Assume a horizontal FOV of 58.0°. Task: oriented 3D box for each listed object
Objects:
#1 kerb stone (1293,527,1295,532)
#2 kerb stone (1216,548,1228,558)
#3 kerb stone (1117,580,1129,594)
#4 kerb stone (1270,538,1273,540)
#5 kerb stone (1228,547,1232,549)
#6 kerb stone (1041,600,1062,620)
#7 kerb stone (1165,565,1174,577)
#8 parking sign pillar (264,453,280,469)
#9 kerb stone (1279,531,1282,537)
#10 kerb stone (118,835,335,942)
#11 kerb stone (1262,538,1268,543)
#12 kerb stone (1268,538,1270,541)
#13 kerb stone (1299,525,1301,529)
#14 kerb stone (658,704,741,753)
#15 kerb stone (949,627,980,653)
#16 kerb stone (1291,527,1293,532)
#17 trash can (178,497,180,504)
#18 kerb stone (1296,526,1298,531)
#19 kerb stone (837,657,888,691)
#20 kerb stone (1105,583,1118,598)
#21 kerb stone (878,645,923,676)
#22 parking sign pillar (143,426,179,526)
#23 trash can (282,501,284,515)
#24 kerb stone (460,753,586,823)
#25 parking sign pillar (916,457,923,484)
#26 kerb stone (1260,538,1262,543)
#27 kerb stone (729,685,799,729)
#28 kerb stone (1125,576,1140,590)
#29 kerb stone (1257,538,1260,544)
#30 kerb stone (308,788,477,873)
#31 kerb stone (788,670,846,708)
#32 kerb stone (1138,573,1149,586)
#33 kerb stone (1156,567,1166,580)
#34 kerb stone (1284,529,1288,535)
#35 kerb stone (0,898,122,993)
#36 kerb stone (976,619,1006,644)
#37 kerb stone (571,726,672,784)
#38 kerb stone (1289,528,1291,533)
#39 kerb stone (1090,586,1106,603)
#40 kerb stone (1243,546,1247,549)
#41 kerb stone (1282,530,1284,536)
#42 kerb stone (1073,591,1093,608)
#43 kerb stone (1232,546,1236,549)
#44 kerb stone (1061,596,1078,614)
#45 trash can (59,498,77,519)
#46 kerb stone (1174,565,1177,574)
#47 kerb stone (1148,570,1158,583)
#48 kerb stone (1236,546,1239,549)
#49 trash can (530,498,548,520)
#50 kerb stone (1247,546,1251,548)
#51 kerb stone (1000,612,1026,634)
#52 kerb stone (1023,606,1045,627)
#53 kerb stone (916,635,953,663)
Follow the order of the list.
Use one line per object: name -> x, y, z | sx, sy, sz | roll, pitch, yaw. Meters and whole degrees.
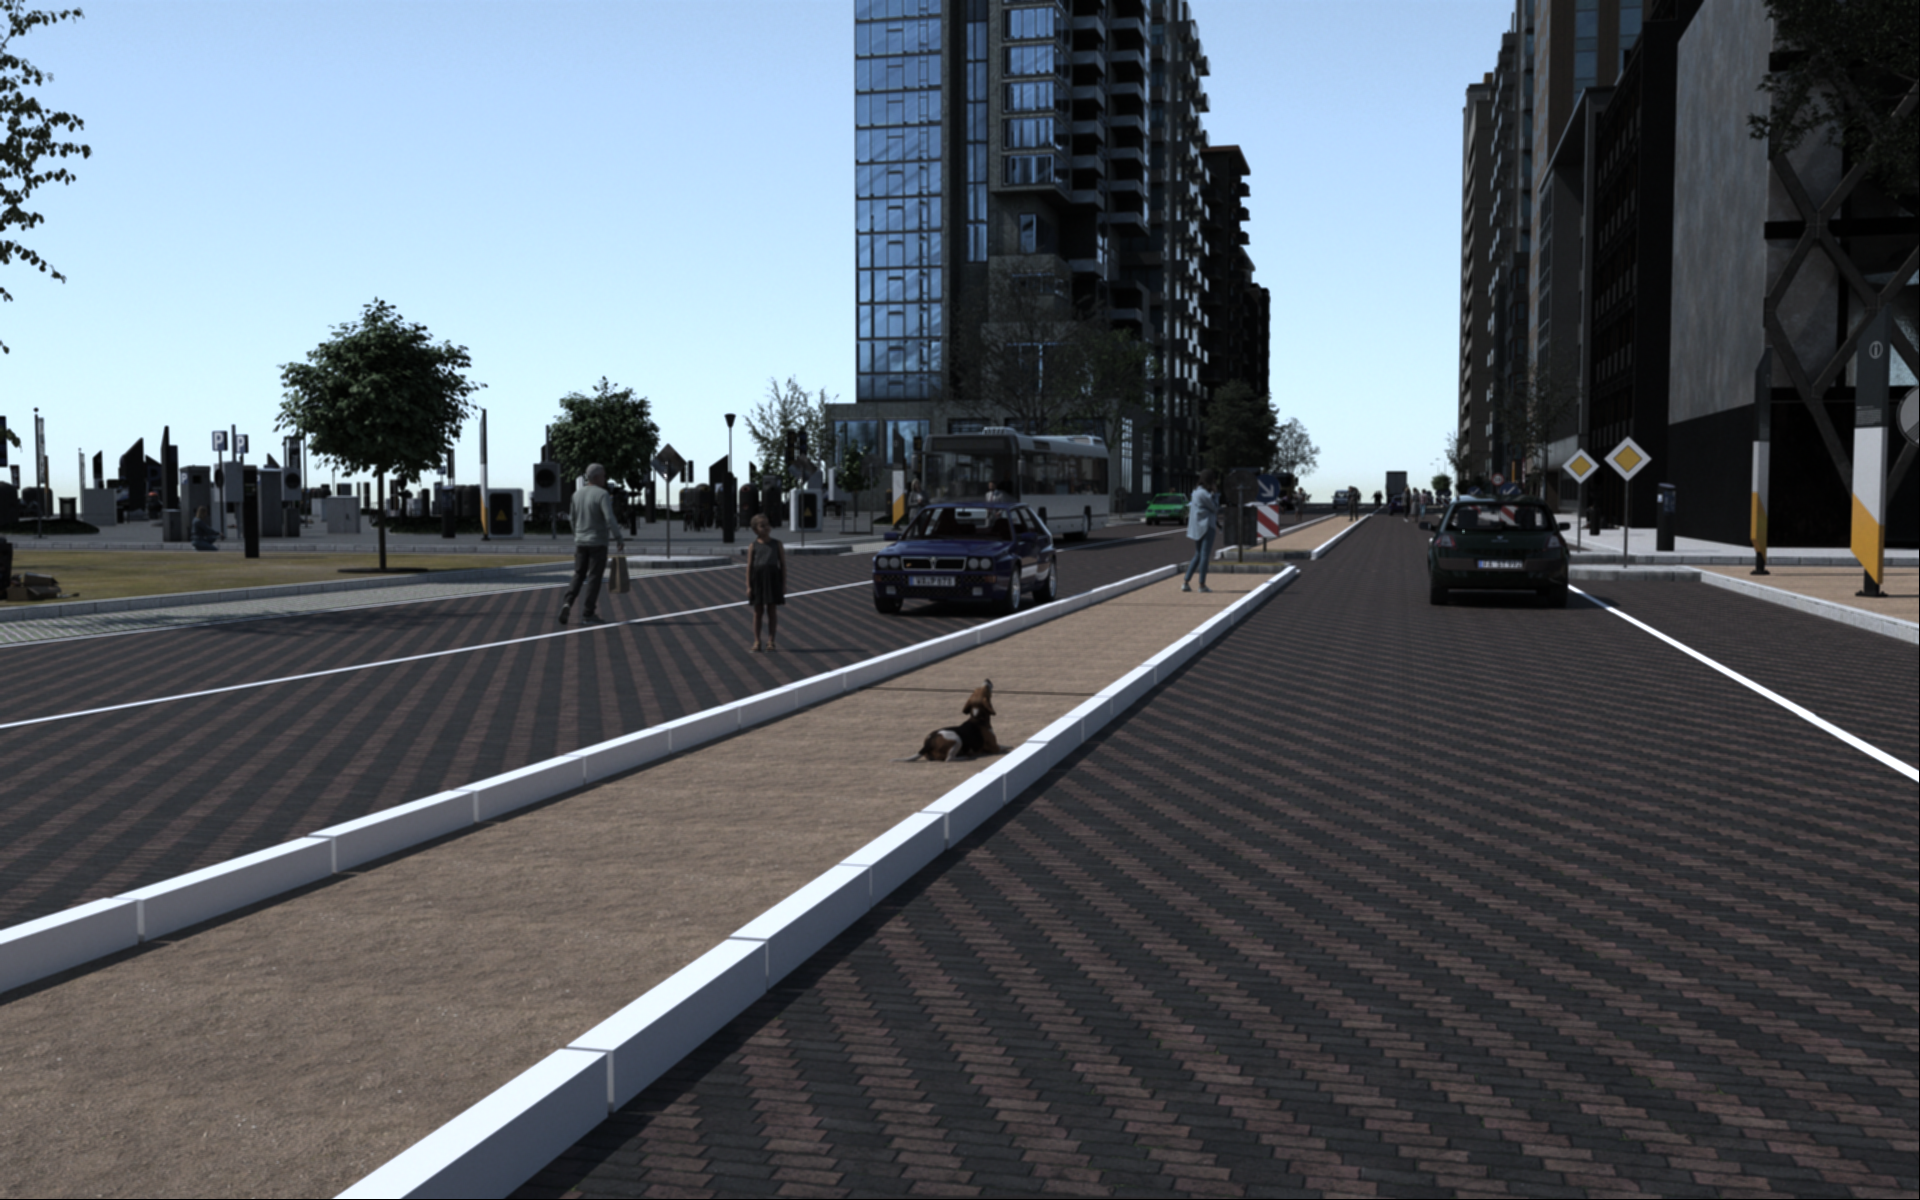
kerb stone -> 12.217, -2.569, 64.192 | 0.120, 0.150, 1.000 | 1, 4, 14
kerb stone -> 5.917, -1.048, 39.334 | 0.120, 0.150, 1.000 | 1, 4, 14
kerb stone -> 2.261, -0.158, 24.898 | 0.120, 0.150, 1.000 | 1, 4, 14
kerb stone -> 9.438, -1.899, 53.249 | 0.120, 0.150, 1.000 | 1, 4, 14
kerb stone -> 6.176, -1.105, 40.323 | 0.120, 0.150, 1.000 | 1, 4, 14
kerb stone -> 0.993, 0.139, 19.919 | 0.120, 0.150, 1.000 | 1, 4, 14
kerb stone -> 3.519, -0.470, 29.875 | 0.120, 0.150, 1.000 | 1, 4, 14
parking sign pillar -> -45.352, -7.691, 114.216 | 1.447, 3.967, 1.447 | 3, 4, 38
kerb stone -> 10.453, -2.142, 57.225 | 0.120, 0.150, 1.000 | 1, 4, 14
kerb stone -> -2.526, 0.995, 5.998 | 0.120, 0.150, 1.000 | 1, 4, 14
kerb stone -> 8.935, -1.772, 51.258 | 0.120, 0.150, 1.000 | 1, 4, 14
kerb stone -> 9.186, -1.837, 52.250 | 0.120, 0.150, 1.000 | 1, 4, 14
kerb stone -> 13.218, -2.811, 68.165 | 0.120, 0.150, 1.000 | 1, 4, 14
kerb stone -> -1.518, 0.747, 9.981 | 0.120, 0.150, 1.000 | 1, 4, 14
kerb stone -> -0.015, 0.386, 15.946 | 0.120, 0.150, 1.000 | 1, 4, 14
kerb stone -> 11.962, -2.508, 63.194 | 0.120, 0.150, 1.000 | 1, 4, 14
trash can -> -45.085, -5.361, 99.309 | 0.748, 1.137, 0.748 | 0, 3, 0
kerb stone -> 12.715, -2.690, 66.176 | 0.120, 0.150, 1.000 | 1, 4, 14
kerb stone -> -0.758, 0.564, 12.968 | 0.120, 0.150, 1.000 | 1, 4, 14
kerb stone -> 2.010, -0.105, 23.907 | 0.120, 0.150, 1.000 | 1, 4, 14
kerb stone -> -0.512, 0.504, 13.960 | 0.120, 0.150, 1.000 | 1, 4, 14
parking sign pillar -> -31.544, -4.932, 69.103 | 1.447, 3.967, 1.447 | -2, 4, -32
trash can -> -27.762, -3.590, 70.352 | 0.748, 1.137, 0.748 | 0, 3, 0
kerb stone -> -2.020, 0.869, 7.996 | 0.120, 0.150, 1.000 | 1, 4, 14
parking sign pillar -> -1.762, -6.548, 95.532 | 1.447, 3.967, 1.447 | 0, 4, -6
kerb stone -> 8.430, -1.655, 49.274 | 0.120, 0.150, 1.000 | 1, 4, 14
kerb stone -> -1.263, 0.687, 10.972 | 0.120, 0.150, 1.000 | 1, 4, 14
kerb stone -> 2.514, -0.226, 25.891 | 0.120, 0.150, 1.000 | 1, 4, 14
kerb stone -> 8.188, -1.595, 48.280 | 0.120, 0.150, 1.000 | 1, 4, 14
kerb stone -> -2.278, 0.929, 7.000 | 0.120, 0.150, 1.000 | 1, 4, 14
kerb stone -> -1.017, 0.625, 11.976 | 0.120, 0.150, 1.000 | 1, 4, 14
kerb stone -> 2.762, -0.286, 26.891 | 0.120, 0.150, 1.000 | 1, 4, 14
kerb stone -> 3.269, -0.409, 28.884 | 0.120, 0.150, 1.000 | 1, 4, 14
kerb stone -> 11.208, -2.325, 60.208 | 0.120, 0.150, 1.000 | 1, 4, 14
kerb stone -> -2.780, 1.051, 5.005 | 0.120, 0.150, 1.000 | 1, 4, 14
kerb stone -> 0.254, 0.321, 16.939 | 0.120, 0.150, 1.000 | 1, 4, 14
kerb stone -> -1.770, 0.808, 8.987 | 0.120, 0.150, 1.000 | 1, 4, 14
kerb stone -> 11.707, -2.446, 62.193 | 0.120, 0.150, 1.000 | 1, 4, 14
kerb stone -> 1.756, -0.043, 22.906 | 0.120, 0.150, 1.000 | 1, 4, 14
kerb stone -> 7.180, -1.352, 44.311 | 0.120, 0.150, 1.000 | 1, 4, 14
kerb stone -> 10.696, -2.203, 58.218 | 0.120, 0.150, 1.000 | 1, 4, 14
kerb stone -> 1.501, 0.017, 21.916 | 0.120, 0.150, 1.000 | 1, 4, 14
kerb stone -> 6.422, -1.170, 41.326 | 0.120, 0.150, 1.000 | 1, 4, 14
kerb stone -> 1.250, 0.083, 20.920 | 0.120, 0.150, 1.000 | 1, 4, 14
trash can -> -37.004, -3.681, 71.846 | 0.748, 1.137, 0.748 | 0, 3, 0
kerb stone -> 3.772, -0.531, 30.871 | 0.120, 0.150, 1.000 | 1, 4, 14
kerb stone -> 3.020, -0.343, 27.893 | 0.120, 0.150, 1.000 | 1, 4, 14
kerb stone -> 6.680, -1.227, 42.321 | 0.120, 0.150, 1.000 | 1, 4, 14
trash can -> -15.725, -3.253, 64.835 | 0.748, 1.137, 0.748 | 0, 3, 0
kerb stone -> 7.432, -1.413, 45.302 | 0.120, 0.150, 1.000 | 1, 4, 14
kerb stone -> 0.493, 0.261, 17.935 | 0.120, 0.150, 1.000 | 1, 4, 14
kerb stone -> 0.747, 0.202, 18.926 | 0.120, 0.150, 1.000 | 1, 4, 14
kerb stone -> -0.263, 0.443, 14.954 | 0.120, 0.150, 1.000 | 1, 4, 14
